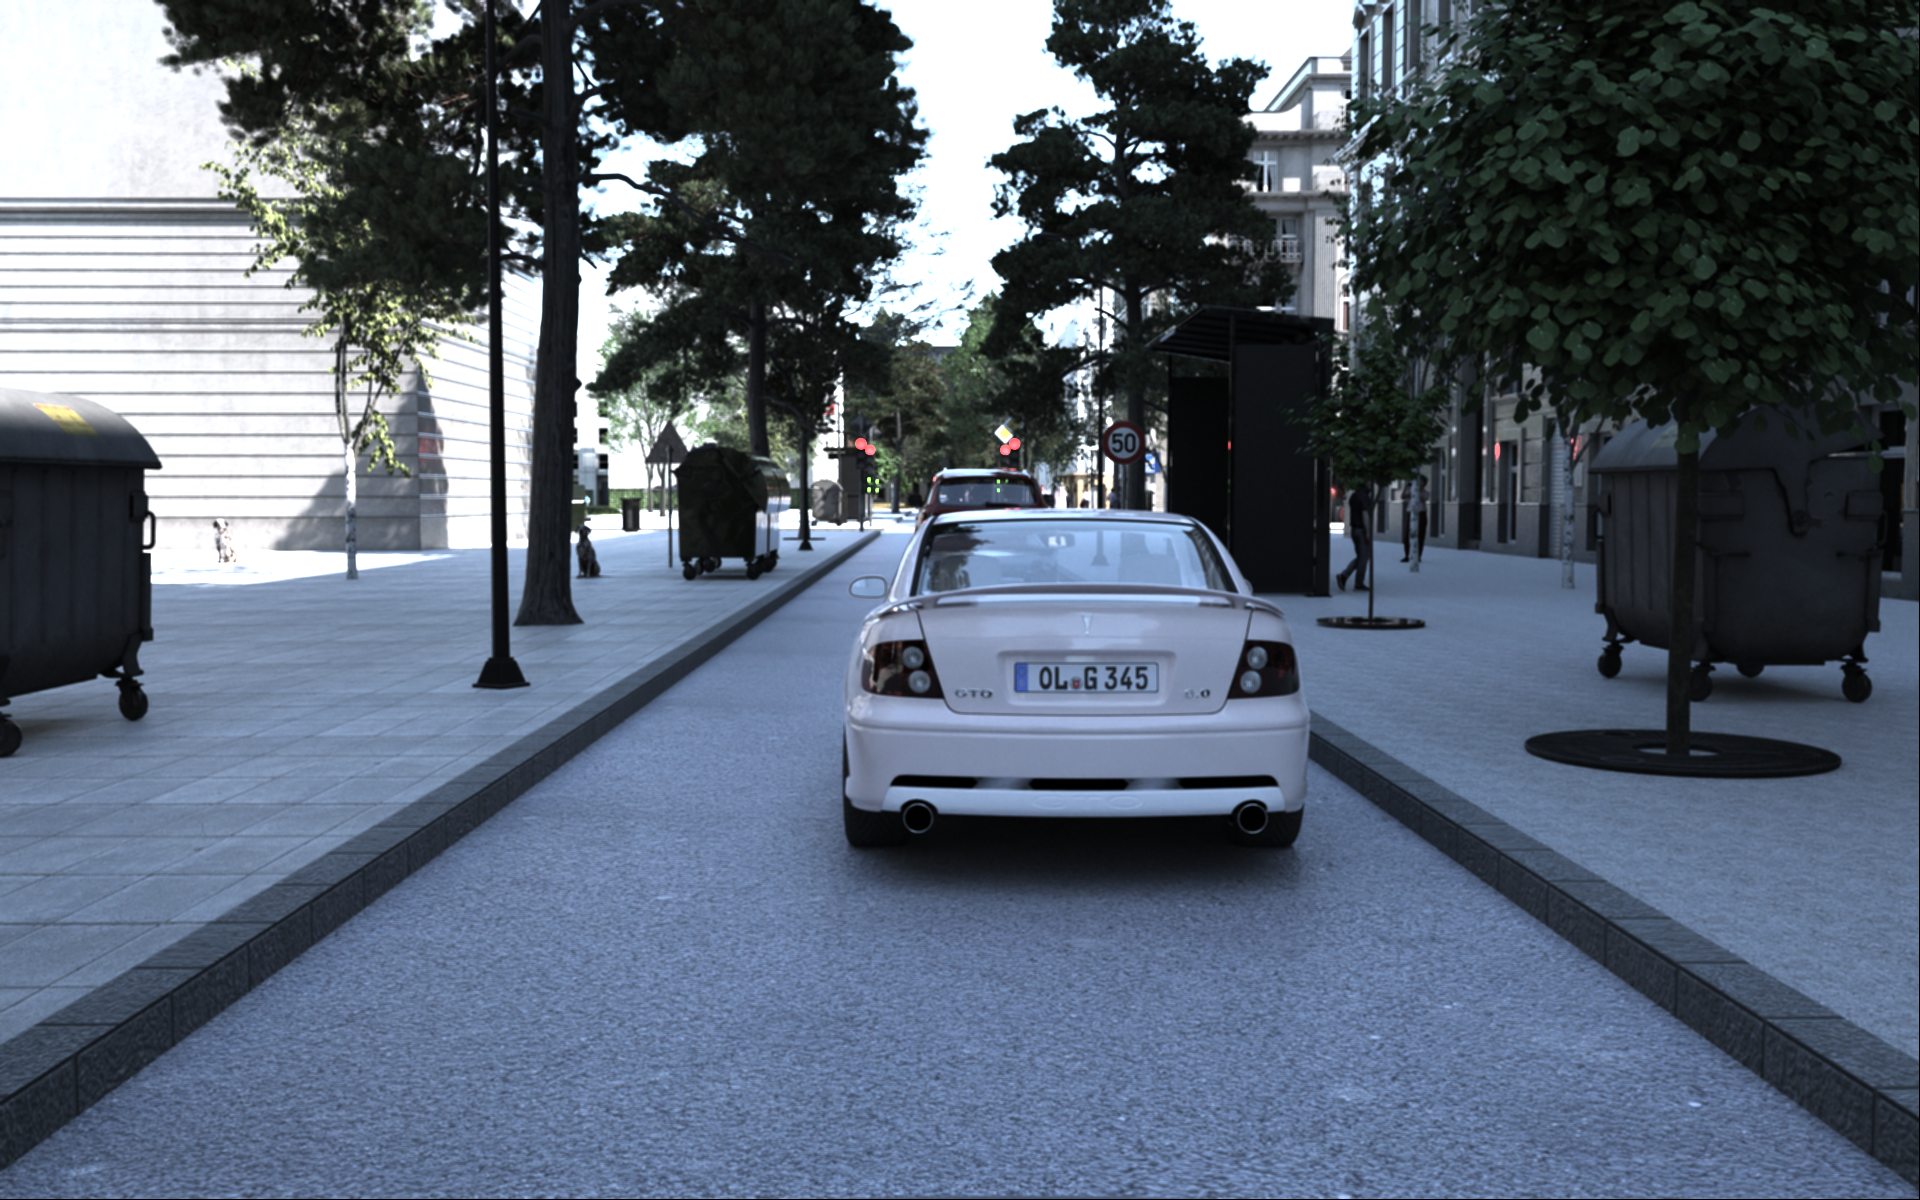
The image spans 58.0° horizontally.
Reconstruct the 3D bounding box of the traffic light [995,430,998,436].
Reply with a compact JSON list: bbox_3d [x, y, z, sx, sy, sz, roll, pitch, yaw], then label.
[{"bbox_3d":[1.724,-4.756,67.013,0.839,4.213,0.868,0,4,-1],"label":"traffic light"}]

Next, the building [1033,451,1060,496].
[{"bbox_3d":[13.423,-15.531,196.086,9.099,9.664,28.070,0,4,-1],"label":"building"}]

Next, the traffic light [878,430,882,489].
[{"bbox_3d":[-3.437,-4.751,66.930,0.839,4.213,0.868,0,4,-1],"label":"traffic light"}]

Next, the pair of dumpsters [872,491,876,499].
[{"bbox_3d":[-5.908,-6.292,105.360,1.574,2.255,4.436,0,4,-1],"label":"pair of dumpsters"}]

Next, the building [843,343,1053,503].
[{"bbox_3d":[-0.895,-24.744,248.545,32.646,21.610,27.936,0,4,-1],"label":"building"}]

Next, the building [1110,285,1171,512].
[{"bbox_3d":[15.296,-16.600,122.325,10.553,20.767,40.483,0,4,-1],"label":"building"}]

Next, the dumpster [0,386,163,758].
[{"bbox_3d":[-5.188,-0.202,9.066,1.264,1.857,1.865,0,4,-1],"label":"dumpster"}]

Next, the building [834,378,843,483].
[{"bbox_3d":[-19.600,-21.173,202.600,11.380,20.091,16.016,0,4,-1],"label":"building"}]

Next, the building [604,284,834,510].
[{"bbox_3d":[-20.810,-17.845,158.219,16.747,18.905,31.486,0,4,-1],"label":"building"}]

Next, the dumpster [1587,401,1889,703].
[{"bbox_3d":[5.054,-0.342,11.352,1.264,1.857,1.865,0,4,-1],"label":"dumpster"}]

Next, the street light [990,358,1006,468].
[{"bbox_3d":[1.686,-5.267,58.664,1.470,5.913,1.316,0,4,-1],"label":"street light"}]

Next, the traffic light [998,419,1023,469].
[{"bbox_3d":[1.828,-4.268,59.028,0.839,4.213,0.868,0,4,-1],"label":"traffic light"}]

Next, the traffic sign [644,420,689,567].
[{"bbox_3d":[-5.066,-1.849,30.235,0.884,2.594,0.081,0,4,0],"label":"traffic sign"}]

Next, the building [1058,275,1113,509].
[{"bbox_3d":[17.355,-18.164,153.408,16.016,20.091,11.380,0,4,-1],"label":"building"}]

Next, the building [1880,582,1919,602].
[{"bbox_3d":[17.145,-13.209,13.229,12.463,27.353,25.104,0,4,-1],"label":"building"}]

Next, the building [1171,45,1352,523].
[{"bbox_3d":[22.184,-14.625,80.923,24.055,21.916,13.314,0,4,-1],"label":"building"}]

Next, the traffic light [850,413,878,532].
[{"bbox_3d":[-3.332,-4.263,58.945,0.839,4.213,0.868,0,4,-1],"label":"traffic light"}]

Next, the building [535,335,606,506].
[{"bbox_3d":[-41.015,-20.468,201.112,31.486,18.905,16.747,0,4,-1],"label":"building"}]

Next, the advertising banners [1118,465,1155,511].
[{"bbox_3d":[5.868,-3.783,58.032,0.090,3.025,2.074,3,5,43],"label":"advertising banners"}]

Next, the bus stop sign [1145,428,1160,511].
[{"bbox_3d":[7.361,-4.835,68.066,0.837,3.901,0.837,0,4,-7],"label":"bus stop sign"}]

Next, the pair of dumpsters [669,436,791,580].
[{"bbox_3d":[-3.643,-1.543,27.718,1.574,2.255,4.436,0,4,-1],"label":"pair of dumpsters"}]

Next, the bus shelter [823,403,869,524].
[{"bbox_3d":[-5.093,-6.172,78.542,2.179,5.291,8.768,0,4,-1],"label":"bus shelter"}]

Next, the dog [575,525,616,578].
[{"bbox_3d":[-5.614,-0.748,26.607,0.800,0.831,0.513,-3,5,-44],"label":"dog"}]

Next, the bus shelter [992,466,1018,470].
[{"bbox_3d":[2.928,-7.393,114.801,2.014,3.302,5.546,0,4,-1],"label":"bus shelter"}]

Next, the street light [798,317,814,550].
[{"bbox_3d":[-2.983,-4.087,39.369,1.470,5.913,1.316,0,4,-1],"label":"street light"}]

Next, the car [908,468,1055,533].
[{"bbox_3d":[0.341,-1.066,26.103,2.281,1.827,5.304,0,4,-1],"label":"car"}]

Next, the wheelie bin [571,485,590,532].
[{"bbox_3d":[-13.026,-3.094,58.501,0.980,1.594,0.693,-1,4,-22],"label":"wheelie bin"}]

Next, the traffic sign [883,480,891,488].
[{"bbox_3d":[-5.655,-8.312,135.902,0.884,2.594,0.081,0,4,4],"label":"traffic sign"}]

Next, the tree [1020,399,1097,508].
[{"bbox_3d":[6.978,-10.284,118.513,4.737,8.622,4.395,0,3,0],"label":"tree"}]

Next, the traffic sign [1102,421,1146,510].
[{"bbox_3d":[2.848,-1.841,30.211,0.768,2.556,0.104,0,4,2],"label":"traffic sign"}]

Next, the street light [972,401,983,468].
[{"bbox_3d":[1.302,-6.984,86.731,1.470,5.913,1.316,0,4,-1],"label":"street light"}]

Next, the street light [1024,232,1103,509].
[{"bbox_3d":[1.970,-3.571,30.931,1.470,5.913,1.316,0,4,-1],"label":"street light"}]

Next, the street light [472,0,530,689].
[{"bbox_3d":[-2.517,-2.375,11.370,1.470,5.913,1.316,0,4,-1],"label":"street light"}]

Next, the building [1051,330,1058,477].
[{"bbox_3d":[17.314,-18.859,164.768,16.016,20.091,11.380,0,4,-1],"label":"building"}]

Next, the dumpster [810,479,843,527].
[{"bbox_3d":[-5.299,-3.845,68.632,1.264,1.857,1.865,0,4,-1],"label":"dumpster"}]

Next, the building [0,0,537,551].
[{"bbox_3d":[-23.795,-12.374,44.116,24.055,21.916,13.314,0,4,-1],"label":"building"}]

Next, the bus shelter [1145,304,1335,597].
[{"bbox_3d":[3.833,-2.039,24.621,1.731,3.624,6.357,0,4,-1],"label":"bus shelter"}]

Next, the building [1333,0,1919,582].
[{"bbox_3d":[17.116,-14.742,38.288,12.463,27.353,25.104,0,4,-1],"label":"building"}]

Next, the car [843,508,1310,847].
[{"bbox_3d":[0.460,0.241,8.415,2.083,1.381,4.827,0,4,0],"label":"car"}]

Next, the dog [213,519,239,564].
[{"bbox_3d":[-13.636,-1.080,32.032,0.513,0.831,0.800,-1,4,-10],"label":"dog"}]
